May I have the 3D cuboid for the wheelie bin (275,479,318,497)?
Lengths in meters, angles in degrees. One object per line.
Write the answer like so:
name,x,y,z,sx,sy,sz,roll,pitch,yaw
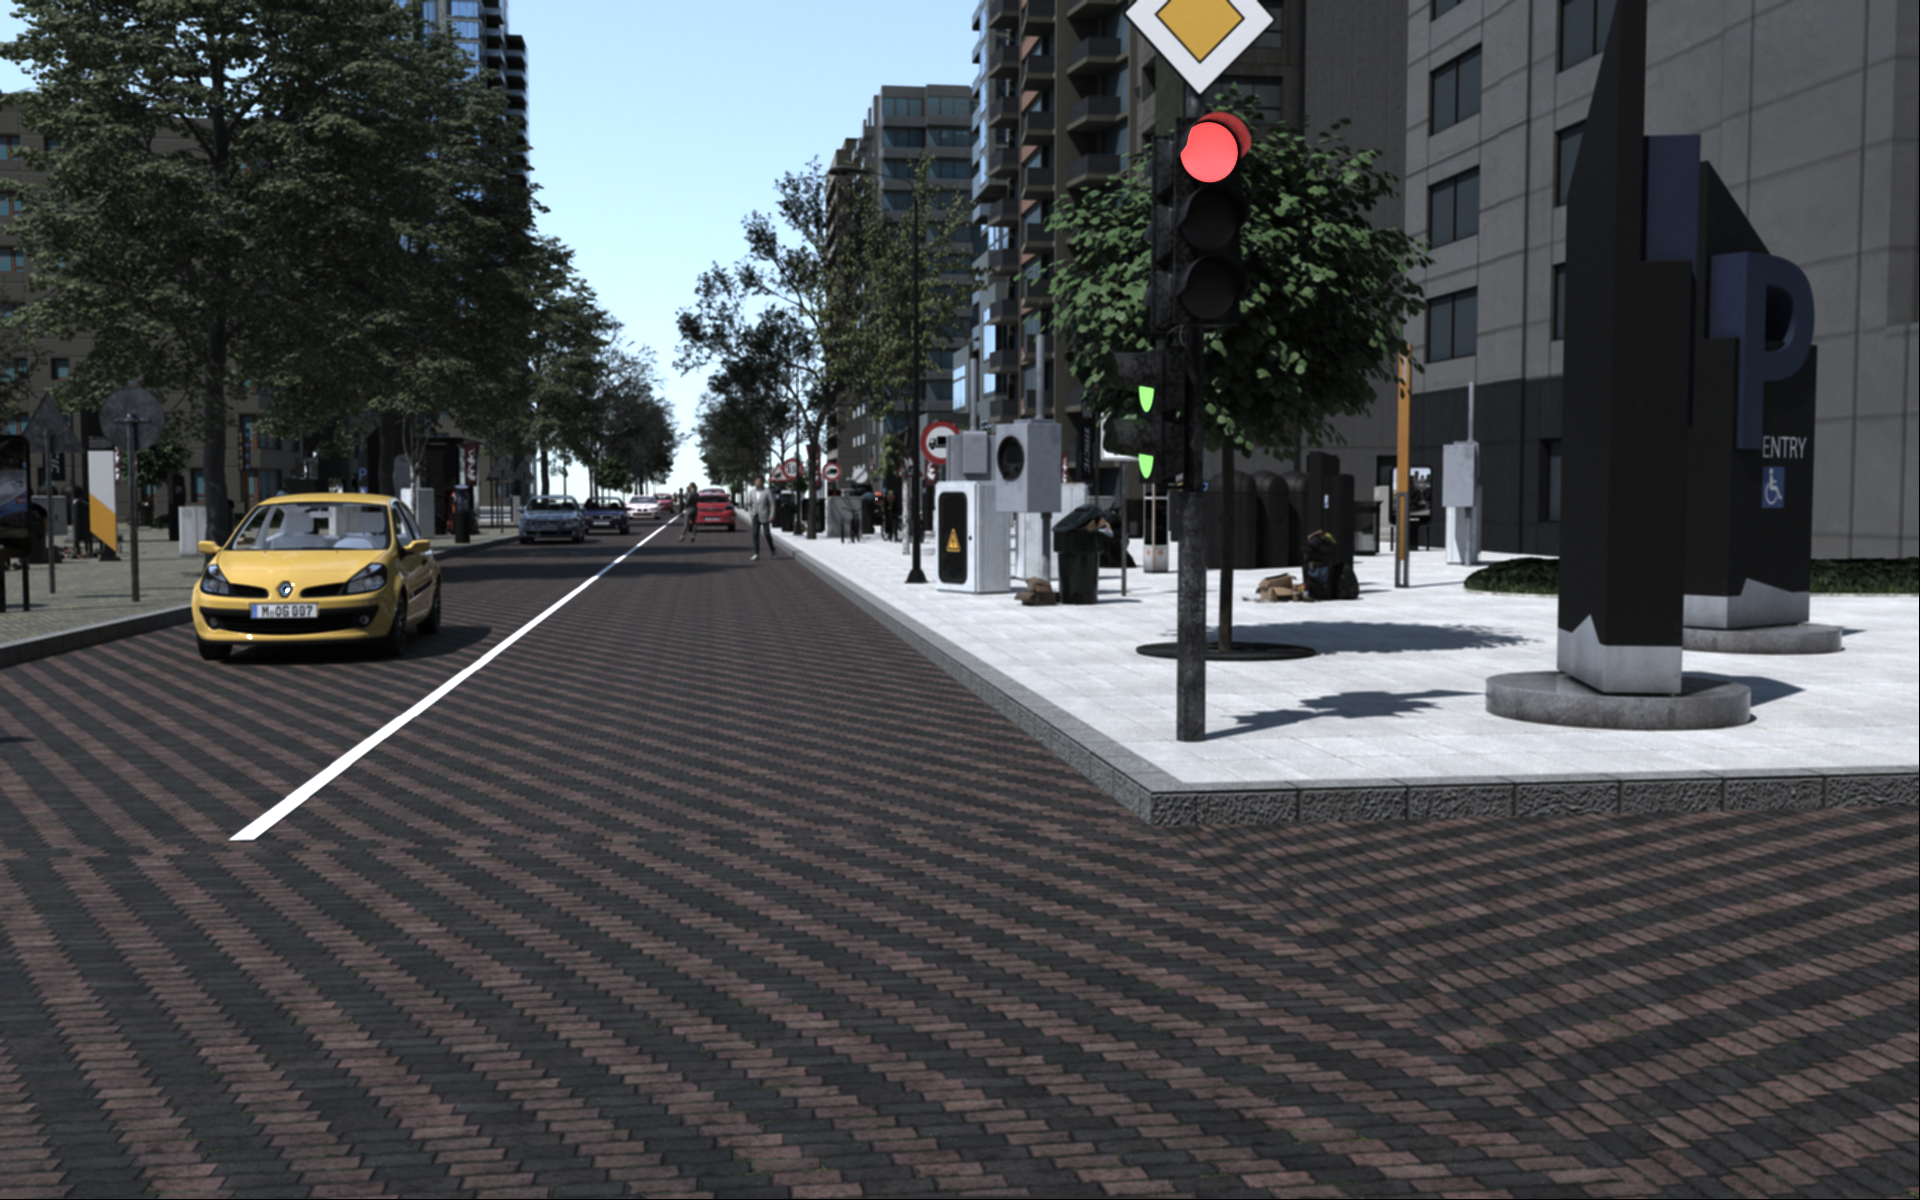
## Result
wheelie bin,-13.528,-1.681,35.389,0.693,1.594,0.980,3,5,42

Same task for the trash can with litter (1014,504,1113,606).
trash can with litter,1.199,-0.530,20.053,1.055,1.170,0.624,-2,4,-29

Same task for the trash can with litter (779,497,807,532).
trash can with litter,-5.600,-2.887,58.584,1.055,1.170,0.624,2,4,35

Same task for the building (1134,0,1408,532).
building,13.598,-17.925,64.772,14.160,30.474,14.107,-1,4,-8

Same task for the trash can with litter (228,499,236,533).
trash can with litter,-20.768,-2.290,48.830,0.624,1.170,1.055,-1,4,-19

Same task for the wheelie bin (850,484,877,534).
wheelie bin,-3.120,-2.918,55.616,0.980,1.594,0.693,1,4,23

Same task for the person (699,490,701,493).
person,-22.485,-8.584,149.373,0.617,1.759,0.750,2,4,30

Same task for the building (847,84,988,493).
building,-1.091,-35.924,206.961,23.786,49.044,30.456,-1,4,-8

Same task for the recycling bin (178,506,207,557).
recycling bin,-15.667,-1.420,35.774,0.722,1.027,0.722,-1,4,-11

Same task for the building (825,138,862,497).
building,-6.661,-37.268,233.034,21.300,48.544,21.600,-1,4,-8

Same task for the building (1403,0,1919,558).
building,22.598,-36.361,32.760,20.611,71.187,20.563,-1,4,-8

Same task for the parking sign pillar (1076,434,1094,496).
parking sign pillar,5.664,-5.511,78.581,1.447,3.967,1.447,2,4,24

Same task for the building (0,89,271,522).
building,-48.299,-15.131,92.432,27.650,21.520,28.899,-1,4,-8

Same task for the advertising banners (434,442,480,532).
advertising banners,-17.231,-3.811,58.501,2.074,3.025,0.090,-2,4,-27

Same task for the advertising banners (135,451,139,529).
advertising banners,-30.660,-4.177,64.487,0.090,3.025,2.074,-2,4,-26

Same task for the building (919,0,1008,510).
building,9.213,-50.075,131.405,22.319,86.520,31.000,-1,4,-8

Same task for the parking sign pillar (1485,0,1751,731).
parking sign pillar,3.818,-1.316,9.983,1.447,3.967,1.447,1,4,8

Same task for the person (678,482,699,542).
person,-8.184,-2.656,52.197,0.573,1.790,0.520,1,4,16

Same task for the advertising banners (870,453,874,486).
advertising banners,-4.022,-4.847,75.435,0.090,3.025,2.074,-1,4,-16

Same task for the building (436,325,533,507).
building,-62.414,-21.048,189.173,27.650,21.520,28.899,-1,4,-8

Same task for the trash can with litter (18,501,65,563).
trash can with litter,-17.121,-1.267,32.095,0.624,1.170,1.055,0,4,2

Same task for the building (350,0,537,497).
building,-64.784,-55.368,217.942,22.319,86.520,31.000,-1,4,-8

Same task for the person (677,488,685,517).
person,-17.382,-6.099,108.213,0.705,1.824,1.348,1,4,23

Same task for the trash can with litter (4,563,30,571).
trash can with litter,-16.350,-1.082,28.747,1.678,1.210,2.233,1,4,9

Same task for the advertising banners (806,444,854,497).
advertising banners,-4.392,-3.967,61.056,2.074,3.025,0.090,0,4,-1

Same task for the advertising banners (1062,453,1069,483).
advertising banners,4.046,-4.762,74.039,0.090,3.025,2.074,-2,4,-32

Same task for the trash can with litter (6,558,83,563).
trash can with litter,-17.834,-1.442,34.639,1.678,1.210,2.233,0,4,1

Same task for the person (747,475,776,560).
person,-4.333,-1.807,37.890,0.661,1.843,0.795,1,4,17

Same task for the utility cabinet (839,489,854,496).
utility cabinet,-4.855,-4.213,77.558,0.318,1.500,1.173,3,5,45

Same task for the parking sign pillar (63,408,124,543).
parking sign pillar,-23.115,-3.524,46.082,1.447,3.967,1.447,-2,4,-26

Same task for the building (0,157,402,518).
building,-53.385,-16.869,120.849,27.650,21.520,28.899,-1,4,-8

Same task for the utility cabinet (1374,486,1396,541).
utility cabinet,11.641,-2.309,46.434,0.318,1.500,1.173,-3,4,-36

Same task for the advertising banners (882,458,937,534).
advertising banners,-1.585,-3.656,55.971,2.074,3.025,0.090,2,4,26

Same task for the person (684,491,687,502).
person,-36.324,-13.530,229.804,1.350,1.814,0.705,-3,4,-38

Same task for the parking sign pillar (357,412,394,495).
parking sign pillar,-18.921,-4.139,56.146,1.447,3.967,1.447,1,4,21

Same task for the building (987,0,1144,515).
building,13.461,-27.385,102.366,22.147,44.769,28.867,-1,4,-8

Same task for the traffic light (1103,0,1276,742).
traffic light,1.184,-1.223,8.909,0.839,4.253,0.868,-1,4,-8

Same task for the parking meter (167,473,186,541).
parking meter,-21.449,-2.553,47.449,0.255,1.863,0.399,2,4,34

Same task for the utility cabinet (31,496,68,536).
utility cabinet,-28.277,-2.602,53.712,0.306,1.237,1.020,3,5,43

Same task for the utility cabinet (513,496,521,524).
utility cabinet,-18.941,-3.847,74.058,0.306,1.237,1.020,-1,4,-17

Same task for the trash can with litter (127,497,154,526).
trash can with litter,-32.492,-3.500,68.618,1.055,1.170,0.624,0,4,6

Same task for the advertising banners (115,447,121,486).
advertising banners,-27.407,-3.620,55.379,2.074,3.025,0.090,2,4,31

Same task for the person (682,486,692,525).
person,-12.657,-4.408,80.750,0.526,1.800,0.537,-2,4,-31

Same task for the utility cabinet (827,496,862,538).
utility cabinet,-3.408,-2.443,51.103,1.020,1.237,0.306,-2,4,-29

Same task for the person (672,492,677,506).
person,-35.097,-12.484,213.348,1.217,1.736,0.721,-1,4,-15

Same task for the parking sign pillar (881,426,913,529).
parking sign pillar,-2.169,-4.601,63.700,1.447,3.967,1.447,-2,4,-24

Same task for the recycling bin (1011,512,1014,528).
recycling bin,1.618,-3.301,66.530,0.722,1.027,0.722,-1,4,-21

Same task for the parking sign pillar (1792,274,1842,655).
parking sign pillar,6.592,-1.587,14.421,1.447,3.967,1.447,-3,4,-36

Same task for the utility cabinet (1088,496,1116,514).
utility cabinet,3.970,-2.340,49.417,1.020,1.237,0.306,-3,4,-36
